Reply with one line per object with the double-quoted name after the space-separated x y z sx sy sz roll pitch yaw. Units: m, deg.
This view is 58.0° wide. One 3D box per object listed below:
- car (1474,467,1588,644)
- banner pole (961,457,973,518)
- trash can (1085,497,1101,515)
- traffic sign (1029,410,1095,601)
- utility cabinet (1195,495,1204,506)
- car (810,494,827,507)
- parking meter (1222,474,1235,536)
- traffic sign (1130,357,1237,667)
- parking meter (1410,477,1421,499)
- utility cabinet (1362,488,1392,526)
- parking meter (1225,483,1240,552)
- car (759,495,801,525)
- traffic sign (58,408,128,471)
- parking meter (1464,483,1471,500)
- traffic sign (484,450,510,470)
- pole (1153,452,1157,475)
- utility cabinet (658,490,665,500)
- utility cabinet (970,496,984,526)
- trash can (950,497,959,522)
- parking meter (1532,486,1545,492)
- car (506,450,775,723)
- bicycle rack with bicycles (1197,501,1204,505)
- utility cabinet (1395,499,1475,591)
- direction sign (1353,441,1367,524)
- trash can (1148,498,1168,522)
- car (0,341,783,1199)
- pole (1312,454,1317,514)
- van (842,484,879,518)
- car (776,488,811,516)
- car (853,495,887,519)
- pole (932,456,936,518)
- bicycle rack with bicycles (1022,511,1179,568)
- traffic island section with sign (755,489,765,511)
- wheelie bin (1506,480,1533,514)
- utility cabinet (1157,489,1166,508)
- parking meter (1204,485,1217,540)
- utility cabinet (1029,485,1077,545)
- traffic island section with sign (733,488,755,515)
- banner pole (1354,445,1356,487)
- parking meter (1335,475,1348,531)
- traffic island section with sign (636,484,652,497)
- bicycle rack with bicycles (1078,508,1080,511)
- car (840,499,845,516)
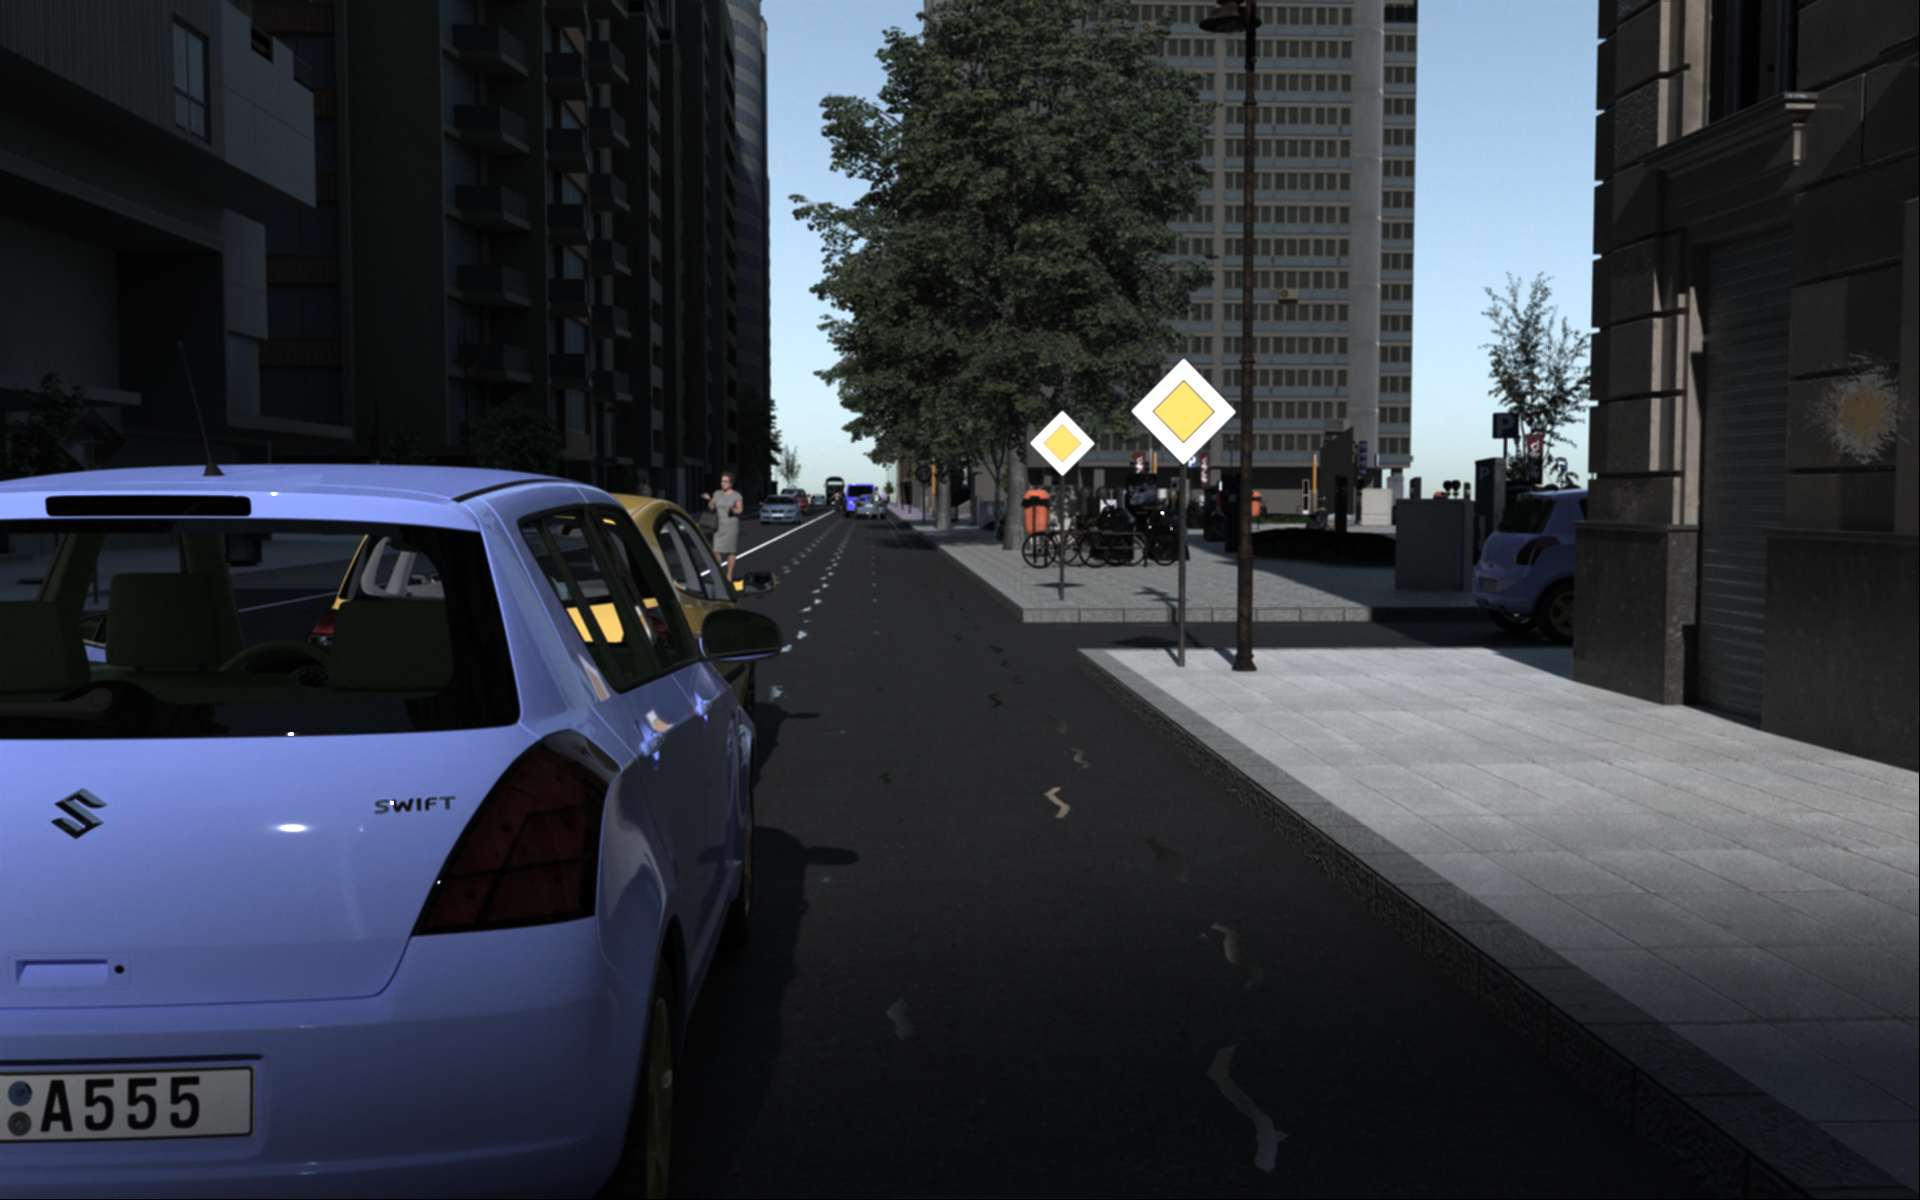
7.102 -0.473 17.330 3.694 1.707 1.945 0 4 -1 "car"
0.421 -6.306 93.127 0.863 3.779 0.401 1 4 15 "banner pole"
6.173 -4.194 80.219 0.748 1.137 0.748 0 3 0 "trash can"
1.222 -1.049 20.786 0.795 2.450 0.064 0 4 -3 "traffic sign"
12.656 -4.916 91.532 0.306 1.237 1.020 -1 4 -8 "utility cabinet"
-15.785 -11.071 193.015 2.014 1.417 4.499 0 4 -5 "car"
7.709 -2.689 49.678 0.399 1.863 0.255 0 4 5 "parking meter"
1.643 -0.561 12.811 0.795 2.450 0.064 0 4 -3 "traffic sign"
15.806 -3.329 60.148 0.255 1.863 0.399 -1 4 -14 "parking meter"
16.616 -3.691 69.026 1.173 1.500 0.318 3 5 43 "utility cabinet"
6.043 -1.825 38.252 0.372 1.533 0.369 0 3 0 "parking meter"
-8.530 -4.313 82.518 2.014 1.417 4.499 0 4 -2 "car"
-10.107 -1.013 20.211 0.795 2.450 0.064 0 4 -3 "traffic sign"
25.560 -4.991 87.318 0.255 1.863 0.399 0 4 4 "parking meter"
-13.396 -3.060 50.139 0.768 2.556 0.104 0 4 -1 "traffic sign"
9.520 -5.559 84.732 0.158 3.312 0.155 0 3 0 "pole"
-15.301 -4.899 88.775 0.318 1.500 1.173 0 4 -7 "utility cabinet"
0.706 -3.657 70.953 0.306 1.237 1.020 1 4 17 "utility cabinet"
-0.394 -4.189 80.148 0.748 1.137 0.748 0 3 0 "trash can"
17.638 -2.716 52.818 0.372 1.533 0.369 0 3 0 "parking meter"
-1.976 0.091 8.731 2.015 1.641 3.980 0 4 -3 "car"
12.293 -4.421 85.672 2.925 0.926 2.852 -1 4 -20 "bicycle rack with bicycles"
6.377 -0.741 23.284 0.306 1.237 1.020 -3 5 -44 "utility cabinet"
16.938 -5.011 73.934 0.876 3.537 0.379 -1 4 -13 "direction sign"
6.950 -3.024 61.093 0.748 1.137 0.748 0 3 0 "trash can"
-1.439 0.319 4.377 1.945 1.707 3.694 0 4 -3 "car"
18.161 -5.807 88.785 0.158 3.312 0.155 0 3 0 "pole"
-6.039 -6.174 105.324 2.240 2.365 5.245 0 4 -3 "van"
-11.017 -6.471 114.473 2.281 1.827 5.304 0 4 -5 "car"
-5.175 -5.353 99.521 2.014 1.417 4.499 0 4 -3 "car"
-1.397 -6.047 92.712 0.158 3.312 0.155 0 3 0 "pole"
2.481 -1.075 30.957 2.925 0.926 2.852 0 4 -2 "bicycle rack with bicycles"
-16.830 -8.470 147.112 1.989 1.847 2.006 0 4 -3 "traffic island section with sign"
12.490 -1.894 38.867 0.980 1.594 0.693 1 4 12 "wheelie bin"
8.033 -3.744 69.888 0.318 1.500 1.173 0 4 -6 "utility cabinet"
7.045 -2.466 48.723 0.372 1.533 0.369 0 3 0 "parking meter"
2.297 -2.101 43.034 1.173 1.500 0.318 0 3 0 "utility cabinet"
-15.359 -6.779 119.458 1.989 1.847 2.006 0 4 -3 "traffic island section with sign"
17.399 -5.345 77.412 0.401 3.779 0.863 -3 5 -41 "banner pole"
11.458 -2.836 52.079 0.255 1.863 0.399 -1 4 -11 "parking meter"
-12.743 -3.745 69.851 1.989 1.847 2.006 0 4 -3 "traffic island section with sign"
5.946 -4.338 84.311 2.852 0.926 2.925 2 4 25 "bicycle rack with bicycles"
-7.036 -6.509 116.211 2.009 1.686 4.222 0 4 -3 "car"
